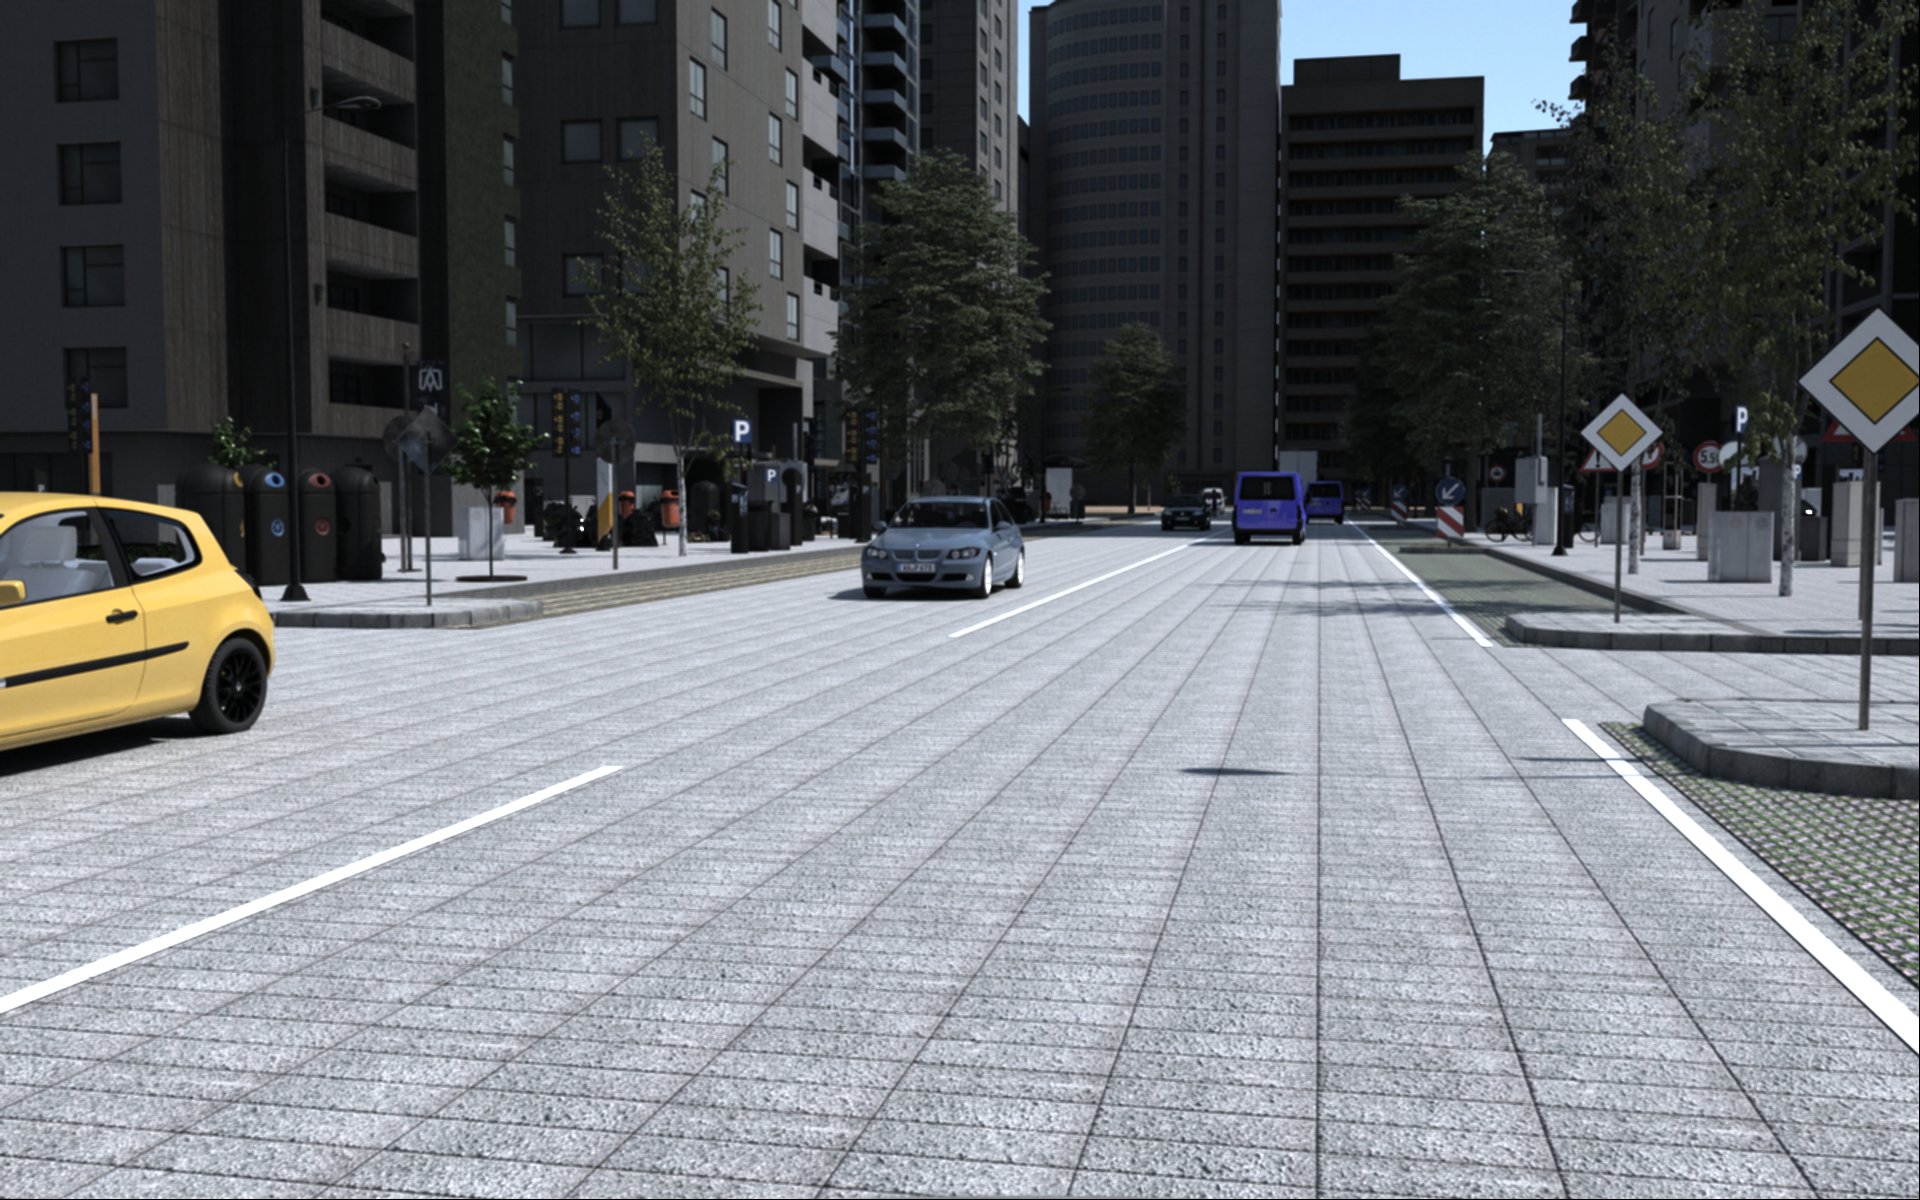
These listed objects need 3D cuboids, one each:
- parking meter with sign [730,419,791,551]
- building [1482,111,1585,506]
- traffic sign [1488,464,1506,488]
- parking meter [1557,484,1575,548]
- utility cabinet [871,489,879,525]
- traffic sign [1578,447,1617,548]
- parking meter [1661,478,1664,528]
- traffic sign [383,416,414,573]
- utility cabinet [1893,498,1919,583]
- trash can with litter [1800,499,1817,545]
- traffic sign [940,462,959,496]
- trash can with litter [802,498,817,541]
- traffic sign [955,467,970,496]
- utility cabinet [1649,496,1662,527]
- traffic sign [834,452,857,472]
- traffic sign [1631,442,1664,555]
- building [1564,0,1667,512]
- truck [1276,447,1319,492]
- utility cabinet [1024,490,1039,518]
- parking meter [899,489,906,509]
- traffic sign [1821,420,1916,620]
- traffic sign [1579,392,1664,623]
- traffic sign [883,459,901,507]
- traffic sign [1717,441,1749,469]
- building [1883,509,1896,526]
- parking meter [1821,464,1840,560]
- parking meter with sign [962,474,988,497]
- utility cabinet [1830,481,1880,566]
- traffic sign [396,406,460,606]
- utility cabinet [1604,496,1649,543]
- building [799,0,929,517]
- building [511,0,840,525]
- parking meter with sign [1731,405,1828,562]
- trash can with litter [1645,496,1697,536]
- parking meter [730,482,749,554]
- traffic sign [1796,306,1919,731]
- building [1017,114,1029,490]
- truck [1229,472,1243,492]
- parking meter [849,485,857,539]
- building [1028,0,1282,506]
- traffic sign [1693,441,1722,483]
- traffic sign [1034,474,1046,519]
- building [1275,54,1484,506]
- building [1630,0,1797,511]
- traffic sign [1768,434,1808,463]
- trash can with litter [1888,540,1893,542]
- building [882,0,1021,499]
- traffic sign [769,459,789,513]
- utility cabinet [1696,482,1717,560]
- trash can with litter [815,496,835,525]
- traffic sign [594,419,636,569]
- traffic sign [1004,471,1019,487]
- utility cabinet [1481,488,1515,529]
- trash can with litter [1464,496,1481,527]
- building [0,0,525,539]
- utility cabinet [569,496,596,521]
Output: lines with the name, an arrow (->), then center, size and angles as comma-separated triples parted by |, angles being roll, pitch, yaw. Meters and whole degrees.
parking meter with sign -> -4.557, -2.673, 39.957 | 0.543, 3.016, 1.738 | -3, 5, -43
building -> 64.679, -30.870, 188.314 | 14.086, 41.232, 14.154 | 1, 4, 12
traffic sign -> 22.937, -4.521, 74.024 | 0.768, 2.556, 0.104 | 1, 4, 15
parking meter -> 14.379, -2.000, 41.116 | 0.372, 1.533, 0.369 | 0, 3, 0
utility cabinet -> -3.711, -3.780, 70.487 | 0.318, 1.500, 1.173 | -3, 5, -43
traffic sign -> 15.264, -2.537, 41.480 | 0.884, 2.594, 0.081 | 1, 4, 19
parking meter -> 26.328, -3.603, 64.618 | 0.255, 1.863, 0.399 | 1, 4, 15
traffic sign -> -9.064, -1.715, 28.148 | 0.768, 2.556, 0.104 | 1, 4, 19
utility cabinet -> 14.154, -0.855, 25.144 | 1.020, 1.237, 0.306 | 0, 4, 5
trash can with litter -> 19.181, -1.693, 39.064 | 0.624, 1.170, 1.055 | -1, 4, -10
traffic sign -> -0.424, -4.141, 67.805 | 0.768, 2.556, 0.104 | 1, 4, 14
trash can with litter -> -4.404, -2.176, 46.968 | 1.055, 1.170, 0.624 | 0, 4, -8
traffic sign -> 0.081, -5.029, 82.324 | 0.768, 2.556, 0.104 | 1, 4, 17
utility cabinet -> 27.192, -3.421, 67.091 | 0.306, 1.237, 1.020 | -3, 4, -39
traffic sign -> -3.484, -3.214, 52.555 | 0.884, 2.594, 0.081 | 1, 4, 15
traffic sign -> 14.269, -2.206, 36.168 | 0.768, 2.556, 0.104 | 1, 4, 16
building -> 58.293, -29.156, 131.328 | 22.147, 44.769, 28.867 | 1, 4, 12
truck -> 21.177, -7.350, 109.087 | 2.839, 4.237, 11.283 | 1, 4, 10
utility cabinet -> 3.689, -5.169, 93.184 | 1.173, 1.500, 0.318 | -1, 4, -17
parking meter -> -2.965, -4.974, 89.743 | 0.372, 1.533, 0.369 | 0, 3, 0
traffic sign -> 9.202, -1.076, 17.595 | 0.884, 2.594, 0.081 | 1, 4, 13
traffic sign -> 6.535, -0.828, 17.173 | 0.795, 2.450, 0.064 | 1, 4, 12
traffic sign -> -2.540, -3.879, 63.532 | 0.768, 2.556, 0.104 | 1, 4, 15
traffic sign -> 18.539, -2.532, 41.496 | 0.768, 2.556, 0.104 | 1, 4, 21
building -> 45.614, -38.647, 70.133 | 20.563, 71.187, 20.611 | 1, 4, 12
parking meter -> 17.056, -1.728, 33.965 | 0.255, 1.863, 0.399 | 3, 4, 37
parking meter with sign -> 0.462, -5.061, 79.007 | 1.738, 3.016, 0.543 | 0, 4, 7
utility cabinet -> 15.826, -1.343, 30.632 | 1.173, 1.500, 0.318 | -3, 4, -39
traffic sign -> -6.087, -0.989, 19.805 | 0.795, 2.450, 0.064 | 1, 4, 12
utility cabinet -> 17.647, -2.131, 46.000 | 1.020, 1.237, 0.306 | 1, 4, 11
building -> -14.388, -48.901, 112.208 | 22.319, 86.520, 31.000 | 1, 4, 12
building -> -21.857, -30.290, 84.476 | 28.713, 52.752, 27.495 | 1, 4, 12
parking meter with sign -> 15.892, -2.282, 33.565 | 0.543, 3.016, 1.738 | -3, 4, -39
trash can with litter -> 22.231, -2.629, 54.036 | 2.233, 1.210, 1.678 | 1, 4, 9
parking meter -> -4.765, -1.774, 37.410 | 0.372, 1.533, 0.369 | 0, 3, 0
traffic sign -> 4.911, -0.349, 9.354 | 0.795, 2.450, 0.064 | 1, 4, 12
building -> 0.972, -33.714, 201.341 | 14.200, 45.320, 14.600 | 1, 4, 12
truck -> 25.871, -9.652, 153.729 | 3.469, 3.379, 9.791 | 1, 4, 12
parking meter -> -2.986, -2.506, 49.385 | 0.372, 1.533, 0.369 | 0, 3, 0
building -> 22.502, -40.265, 200.327 | 28.212, 58.520, 21.231 | 1, 4, 12
traffic sign -> 18.079, -2.551, 41.822 | 0.768, 2.556, 0.104 | 1, 4, 13
traffic sign -> 4.057, -5.245, 87.892 | 0.606, 2.300, 0.079 | 1, 4, 17
building -> 46.806, -34.953, 195.183 | 21.600, 48.544, 21.300 | 1, 4, 12
building -> 56.512, -31.406, 102.726 | 28.713, 52.752, 27.495 | 1, 4, 12
traffic sign -> 17.177, -2.197, 36.033 | 0.768, 2.556, 0.104 | 1, 4, 16
trash can with litter -> 25.832, -2.133, 45.924 | 2.233, 1.210, 1.678 | 1, 4, 19
building -> -6.557, -43.448, 148.620 | 20.611, 71.187, 20.563 | 1, 4, 12
traffic sign -> -5.216, -2.929, 50.014 | 0.606, 2.300, 0.079 | 1, 4, 14
utility cabinet -> 14.447, -1.518, 33.491 | 0.318, 1.500, 1.173 | 1, 4, 21
trash can with litter -> -6.131, -3.687, 71.332 | 2.233, 1.210, 1.678 | -1, 4, -17
traffic sign -> -5.866, -1.793, 29.416 | 0.768, 2.556, 0.104 | 1, 4, 14
traffic sign -> 2.586, -5.261, 87.203 | 0.795, 2.450, 0.064 | 1, 4, 16
utility cabinet -> 19.717, -3.351, 63.466 | 1.173, 1.500, 0.318 | -1, 4, -10
trash can with litter -> 19.822, -3.411, 66.835 | 2.233, 1.210, 1.678 | -3, 4, -36
building -> -22.323, -17.005, 49.725 | 14.160, 30.474, 14.107 | 1, 4, 12
utility cabinet -> -14.174, -3.291, 64.963 | 1.020, 1.237, 0.306 | -3, 5, -42
